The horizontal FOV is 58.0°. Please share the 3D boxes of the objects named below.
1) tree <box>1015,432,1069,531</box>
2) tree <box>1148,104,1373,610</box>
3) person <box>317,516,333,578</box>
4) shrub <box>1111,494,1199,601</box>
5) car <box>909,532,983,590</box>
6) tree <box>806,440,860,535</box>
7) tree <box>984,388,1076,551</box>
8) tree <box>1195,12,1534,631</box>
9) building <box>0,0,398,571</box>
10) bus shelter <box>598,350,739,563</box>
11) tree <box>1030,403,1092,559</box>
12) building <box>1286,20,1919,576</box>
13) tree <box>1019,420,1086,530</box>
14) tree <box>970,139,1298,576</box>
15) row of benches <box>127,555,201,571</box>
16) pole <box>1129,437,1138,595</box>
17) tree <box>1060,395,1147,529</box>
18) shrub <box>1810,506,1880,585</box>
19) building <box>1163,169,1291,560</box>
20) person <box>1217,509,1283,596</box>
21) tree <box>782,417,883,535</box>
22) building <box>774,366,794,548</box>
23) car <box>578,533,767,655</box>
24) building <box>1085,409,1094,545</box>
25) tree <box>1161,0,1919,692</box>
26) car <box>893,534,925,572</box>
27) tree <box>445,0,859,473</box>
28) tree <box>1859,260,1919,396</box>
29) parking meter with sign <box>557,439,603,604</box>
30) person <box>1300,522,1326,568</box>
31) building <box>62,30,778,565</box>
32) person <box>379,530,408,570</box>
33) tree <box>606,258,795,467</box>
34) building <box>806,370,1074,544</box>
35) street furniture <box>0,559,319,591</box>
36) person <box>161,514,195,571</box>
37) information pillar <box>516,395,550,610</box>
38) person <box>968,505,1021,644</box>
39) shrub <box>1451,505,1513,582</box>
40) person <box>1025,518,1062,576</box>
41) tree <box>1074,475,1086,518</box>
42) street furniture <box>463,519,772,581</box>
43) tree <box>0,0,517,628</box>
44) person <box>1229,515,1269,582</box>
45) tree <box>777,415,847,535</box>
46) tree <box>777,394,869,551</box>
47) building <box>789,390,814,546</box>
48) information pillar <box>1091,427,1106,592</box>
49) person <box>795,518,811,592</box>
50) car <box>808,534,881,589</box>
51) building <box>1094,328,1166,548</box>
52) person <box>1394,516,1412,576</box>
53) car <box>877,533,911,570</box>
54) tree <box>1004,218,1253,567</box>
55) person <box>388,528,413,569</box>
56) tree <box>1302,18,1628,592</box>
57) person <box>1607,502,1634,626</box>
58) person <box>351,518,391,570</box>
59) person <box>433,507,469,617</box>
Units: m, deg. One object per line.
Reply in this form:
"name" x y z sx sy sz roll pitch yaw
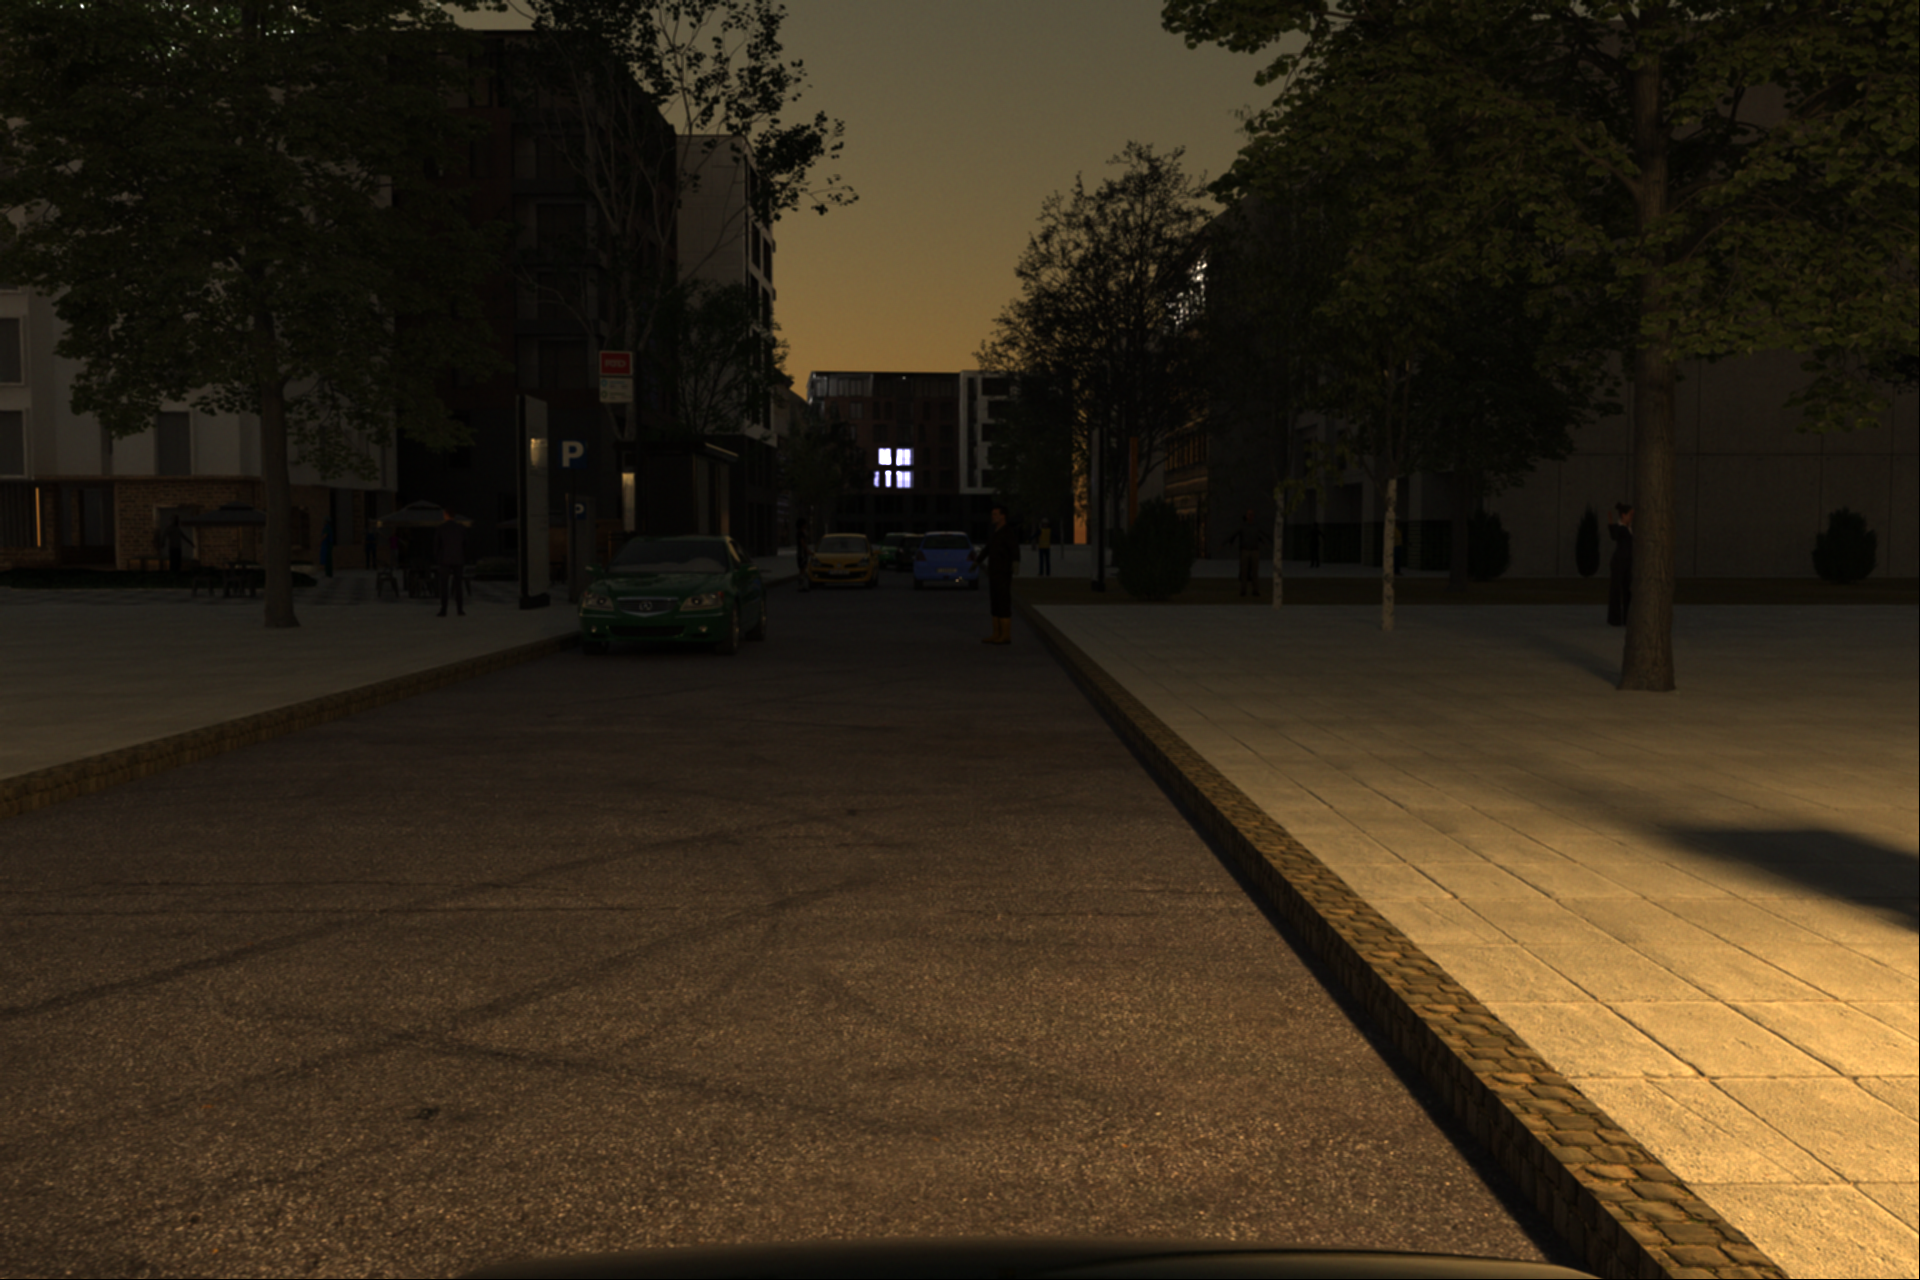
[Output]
"tree" 5.531 -10.325 119.173 4.737 8.622 4.395 0 3 0
"tree" 5.388 -4.801 28.851 4.360 8.622 3.978 0 3 0
"person" -18.520 -2.721 50.617 0.704 1.817 1.347 0 4 -8
"shrub" 3.746 -1.786 33.245 1.661 2.075 1.752 0 3 0
"car" -0.368 -2.200 45.562 1.945 1.707 3.694 0 4 -1
"tree" -10.192 -10.936 129.163 4.360 8.622 3.978 0 3 0
"tree" 5.337 -12.953 129.912 7.486 12.596 7.792 0 3 0
"tree" 5.584 -4.446 23.049 4.737 8.622 4.395 0 3 0
"building" -27.152 -12.162 55.267 16.016 20.090 11.380 0 4 -1
"bus shelter" -6.808 -3.848 40.554 2.179 5.291 8.768 0 4 0
"tree" 5.128 -8.430 88.192 4.360 8.622 3.978 0 3 0
"building" 24.415 -12.352 68.413 16.747 18.905 31.486 0 4 0
"tree" 5.257 -9.697 108.911 4.360 8.622 3.978 0 3 0
"tree" 5.377 -8.741 53.285 12.009 13.543 11.850 0 3 0
"row of benches" -23.176 -2.132 50.315 1.422 0.672 4.104 -3 5 -45
"pole" 3.657 -2.612 36.546 0.158 3.312 0.155 0 3 0
"tree" 6.211 -7.735 76.825 4.737 8.622 4.395 0 3 0
"shrub" 22.581 -2.434 44.216 1.690 2.028 1.600 0 3 0
"building" 21.568 -16.131 94.675 19.493 23.208 18.063 0 4 0
"person" 6.017 -1.814 35.930 1.348 1.796 0.705 0 4 6
"tree" -10.281 -12.403 137.200 8.767 10.594 7.601 -1 4 -10
"building" -26.304 -20.344 163.554 19.493 23.208 18.063 0 4 1
"car" -3.544 -0.621 21.950 2.131 1.459 4.920 0 4 0
"building" 24.818 -22.757 203.009 19.493 23.208 18.063 0 4 0
"tree" 5.575 -5.886 14.361 7.486 12.596 7.792 0 3 0
"car" -1.578 -3.462 66.390 2.009 1.686 4.222 0 4 -1
"tree" -9.526 -12.076 53.332 12.611 20.169 13.585 0 3 0
"tree" 22.276 -6.172 35.327 7.601 10.594 8.767 -1 4 -10
"parking meter with sign" -7.127 -2.231 32.734 0.543 3.016 1.738 0 4 -1
"person" 13.456 -3.621 65.926 1.216 1.740 0.721 -2 4 -29
"building" -25.018 -14.863 86.986 27.936 21.610 32.646 0 4 1
"person" -19.994 -3.174 61.156 0.991 1.433 0.599 -1 4 -10
"tree" -9.933 -8.587 66.160 9.928 11.665 9.643 0 3 0
"building" -3.470 -23.335 227.965 32.646 21.610 27.936 0 4 -7
"street furniture" -20.300 -1.558 41.097 10.072 0.657 5.734 0 4 -7
"person" -20.661 -2.417 45.645 0.705 1.813 1.348 1 4 11
"information pillar" -7.412 -2.373 30.106 0.184 3.620 1.656 0 4 -1
"person" 0.498 -0.858 22.621 0.704 1.812 1.346 -2 4 -25
"shrub" 14.118 -2.620 46.874 1.661 2.075 1.752 0 3 0
"person" 2.553 -2.838 52.860 1.216 1.772 0.721 -1 4 -20
"tree" 17.915 -17.774 225.023 7.601 10.594 8.767 0 4 5
"street furniture" -11.670 -2.742 51.688 11.010 1.723 9.812 -1 4 -15
"tree" -9.737 -6.434 23.326 7.486 12.596 7.792 0 3 0
"person" 7.761 -2.503 46.866 0.705 1.837 1.347 -3 5 -40
"tree" -9.282 -9.551 106.516 4.737 8.622 4.395 0 3 0
"tree" -9.796 -11.099 115.874 8.767 10.594 7.601 1 4 12
"building" -27.301 -22.656 201.361 19.493 23.208 18.063 0 4 0
"information pillar" 3.112 -2.913 38.947 0.184 3.620 1.656 0 4 -1
"person" -3.873 -2.093 42.820 0.704 1.843 1.345 -1 4 -11
"car" -3.102 -2.210 46.358 2.015 1.641 3.980 0 4 0
"building" 21.776 -17.784 157.231 16.747 18.905 31.486 0 4 0
"person" 13.494 -2.905 53.459 1.349 1.833 0.705 -3 5 -44
"car" -2.421 -3.813 71.139 1.959 1.807 4.718 0 4 -1
"tree" 6.153 -9.571 66.853 12.009 13.543 11.850 0 3 0
"person" -20.663 -3.570 64.139 1.354 1.858 0.705 2 4 34
"tree" 11.173 -7.352 38.336 7.486 12.596 7.792 0 3 0
"person" 9.227 -1.053 24.066 0.445 1.727 0.742 2 4 30
"person" -21.114 -3.438 62.072 1.347 1.847 0.705 -1 4 -18
"person" -7.951 -1.231 27.084 0.541 1.710 0.530 -1 4 -20
